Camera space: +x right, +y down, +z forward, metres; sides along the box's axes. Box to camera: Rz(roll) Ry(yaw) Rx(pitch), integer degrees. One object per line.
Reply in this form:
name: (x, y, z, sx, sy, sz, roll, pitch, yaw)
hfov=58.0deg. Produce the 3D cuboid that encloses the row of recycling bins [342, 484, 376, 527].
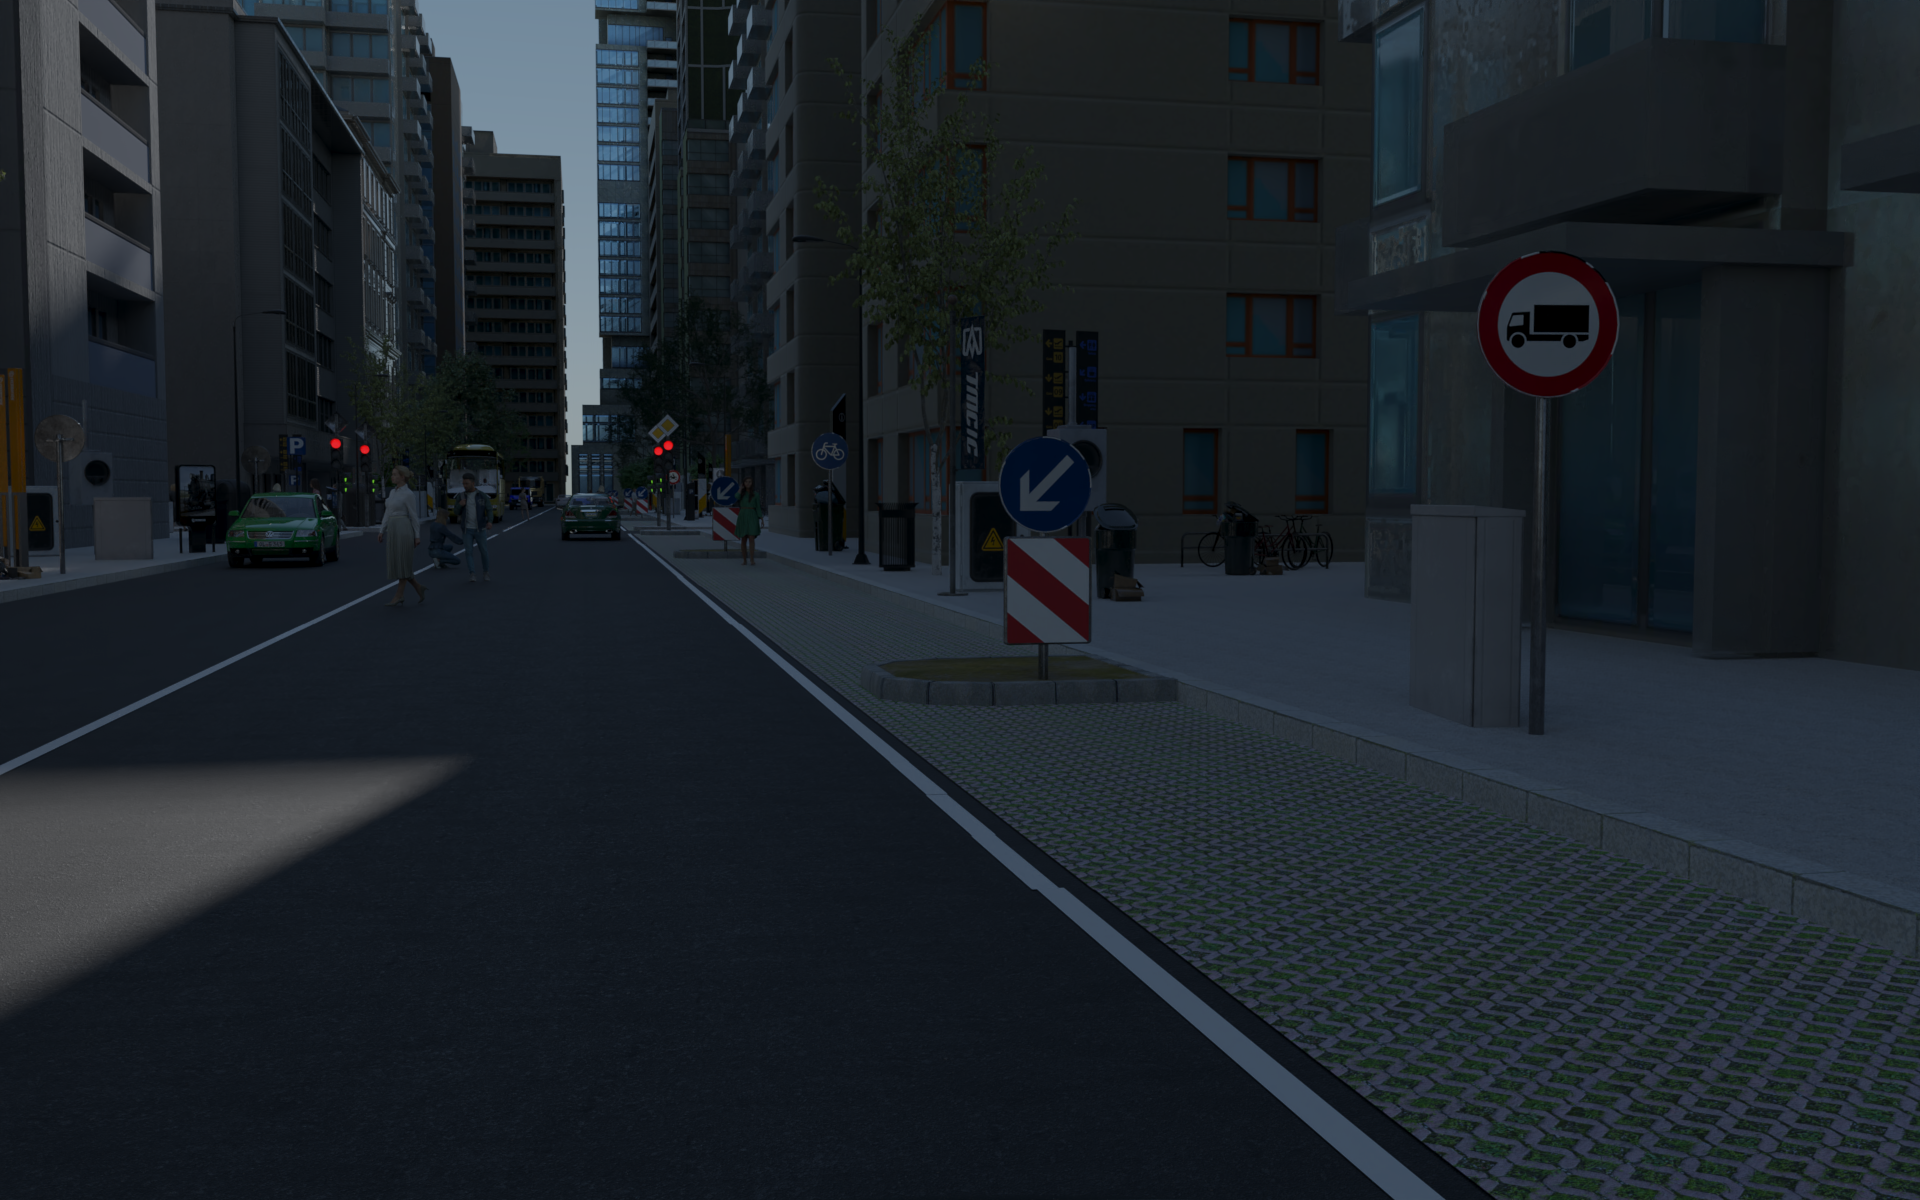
row of recycling bins: (-24.006, -3.805, 69.318, 1.069, 1.692, 3.534, -1, 4, -11)

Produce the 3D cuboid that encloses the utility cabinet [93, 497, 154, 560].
utility cabinet: (-16.345, -1.388, 33.858, 1.020, 1.237, 0.306, -1, 4, -21)

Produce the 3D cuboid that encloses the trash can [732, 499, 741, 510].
trash can: (-10.064, -4.107, 78.797, 0.748, 1.137, 0.748, 0, 3, 0)

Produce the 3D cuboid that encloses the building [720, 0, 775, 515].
building: (-2.695, -29.928, 108.924, 23.786, 49.044, 30.456, -1, 4, -12)

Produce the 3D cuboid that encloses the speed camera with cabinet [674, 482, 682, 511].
speed camera with cabinet: (-21.389, -8.381, 131.363, 0.660, 3.252, 2.038, 0, 4, -7)

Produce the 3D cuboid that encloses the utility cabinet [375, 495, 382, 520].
utility cabinet: (-28.464, -4.557, 85.675, 1.020, 1.237, 0.306, -2, 4, -34)

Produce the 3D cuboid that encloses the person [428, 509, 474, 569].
person: (-10.000, -1.199, 33.598, 0.738, 1.151, 1.012, -3, 5, -41)

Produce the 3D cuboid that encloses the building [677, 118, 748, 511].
building: (-14.923, -22.389, 137.766, 14.160, 30.474, 14.107, -1, 4, -12)

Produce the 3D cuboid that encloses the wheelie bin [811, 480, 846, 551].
wheelie bin: (-2.962, -1.896, 38.916, 0.693, 1.594, 0.980, -1, 4, -19)

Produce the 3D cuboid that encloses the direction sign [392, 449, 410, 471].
direction sign: (-28.028, -5.801, 86.851, 0.876, 3.537, 0.379, 0, 4, 1)

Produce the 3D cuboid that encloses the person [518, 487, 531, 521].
person: (-23.022, -5.061, 91.582, 0.599, 1.781, 0.374, 1, 4, 21)

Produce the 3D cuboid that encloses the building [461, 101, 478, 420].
building: (-70.343, -35.174, 194.709, 30.456, 49.044, 23.786, -1, 4, -12)

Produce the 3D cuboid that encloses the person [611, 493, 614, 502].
person: (-27.148, -7.594, 135.257, 0.503, 1.515, 0.523, 2, 4, 32)

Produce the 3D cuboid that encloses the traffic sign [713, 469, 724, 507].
traffic sign: (-9.457, -4.061, 68.527, 0.606, 2.300, 0.079, 0, 4, -8)

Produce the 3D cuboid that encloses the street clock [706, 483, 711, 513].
street clock: (-17.039, -6.884, 117.130, 0.358, 2.002, 0.471, 3, 5, 45)

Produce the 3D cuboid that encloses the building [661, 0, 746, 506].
building: (-18.981, -44.731, 169.603, 20.563, 71.187, 20.611, -1, 4, -12)

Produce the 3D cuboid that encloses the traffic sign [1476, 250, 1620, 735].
traffic sign: (3.080, -0.555, 9.177, 0.768, 2.556, 0.104, 0, 4, -4)

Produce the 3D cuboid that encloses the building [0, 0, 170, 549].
building: (-35.803, -30.547, 41.445, 28.212, 58.520, 21.231, -1, 4, -12)

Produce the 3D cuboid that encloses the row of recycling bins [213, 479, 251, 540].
row of recycling bins: (-20.552, -2.533, 48.522, 1.069, 1.692, 3.534, -2, 4, -29)

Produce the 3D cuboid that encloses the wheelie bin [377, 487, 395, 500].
wheelie bin: (-26.323, -4.395, 79.765, 0.980, 1.594, 0.693, -1, 4, -14)

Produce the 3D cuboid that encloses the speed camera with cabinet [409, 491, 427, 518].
speed camera with cabinet: (-30.270, -6.140, 94.723, 2.038, 3.252, 0.660, -1, 4, -9)

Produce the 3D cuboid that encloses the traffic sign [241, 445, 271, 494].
traffic sign: (-18.410, -2.765, 45.314, 0.768, 2.556, 0.104, 0, 4, -4)

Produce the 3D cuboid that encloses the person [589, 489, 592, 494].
person: (-29.682, -8.016, 139.576, 0.388, 1.821, 0.555, 0, 4, -4)

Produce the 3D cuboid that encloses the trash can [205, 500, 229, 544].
trash can: (-19.211, -2.018, 44.645, 0.748, 1.137, 0.748, 0, 3, 0)

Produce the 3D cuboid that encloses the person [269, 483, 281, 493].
person: (-23.784, -3.152, 60.226, 0.537, 1.800, 0.526, -1, 4, -15)

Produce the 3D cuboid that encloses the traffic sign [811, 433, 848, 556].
traffic sign: (-2.701, -2.197, 36.029, 0.768, 2.556, 0.104, 0, 4, -5)

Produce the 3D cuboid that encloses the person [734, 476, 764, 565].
person: (-4.231, -1.585, 34.666, 0.600, 1.795, 0.529, -1, 4, -15)

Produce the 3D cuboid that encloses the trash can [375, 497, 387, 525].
trash can: (-24.460, -3.740, 72.799, 0.748, 1.137, 0.748, 0, 3, 0)

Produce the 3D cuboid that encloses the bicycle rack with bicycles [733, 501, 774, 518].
bicycle rack with bicycles: (-10.865, -4.530, 87.450, 2.925, 0.926, 2.852, 3, 4, 36)

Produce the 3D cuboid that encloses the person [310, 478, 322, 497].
person: (-16.204, -2.136, 43.428, 0.388, 1.821, 0.555, -2, 4, -33)

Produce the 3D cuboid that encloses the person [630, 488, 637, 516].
person: (-20.858, -6.240, 110.747, 0.641, 1.798, 0.478, 3, 4, 36)

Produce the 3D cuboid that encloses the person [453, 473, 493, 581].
person: (-8.004, -1.202, 28.494, 0.623, 1.781, 0.721, -1, 4, -19)

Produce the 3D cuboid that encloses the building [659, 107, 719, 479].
building: (-25.332, -30.835, 187.741, 14.154, 41.232, 14.086, -1, 4, -12)

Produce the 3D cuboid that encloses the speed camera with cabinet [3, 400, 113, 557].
speed camera with cabinet: (-18.688, -2.541, 35.873, 0.660, 3.252, 2.038, 3, 4, 38)

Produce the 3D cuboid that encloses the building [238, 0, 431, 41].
building: (-57.875, -32.478, 150.620, 23.786, 49.044, 30.456, -1, 4, -12)

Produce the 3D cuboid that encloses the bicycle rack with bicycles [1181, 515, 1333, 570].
bicycle rack with bicycles: (5.296, -1.013, 29.946, 2.925, 0.926, 2.852, -2, 4, -29)

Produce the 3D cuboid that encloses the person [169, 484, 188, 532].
person: (-28.242, -3.333, 63.217, 1.509, 1.804, 0.699, 0, 4, -7)

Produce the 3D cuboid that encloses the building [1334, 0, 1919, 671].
building: (17.036, -23.849, 9.536, 23.786, 49.044, 30.456, -1, 4, -12)

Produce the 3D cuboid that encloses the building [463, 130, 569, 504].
building: (-64.199, -37.304, 233.619, 21.600, 48.544, 21.300, -1, 4, -12)

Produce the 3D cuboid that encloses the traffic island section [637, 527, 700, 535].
traffic island section: (-10.253, -2.375, 61.108, 2.009, 0.180, 2.903, -1, 4, -12)

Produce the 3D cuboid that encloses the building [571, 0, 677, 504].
building: (-37.938, -56.579, 237.729, 31.000, 86.520, 22.319, -1, 4, -12)

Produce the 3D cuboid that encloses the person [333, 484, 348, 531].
person: (-23.150, -3.404, 64.252, 0.767, 1.812, 0.694, 0, 4, 3)

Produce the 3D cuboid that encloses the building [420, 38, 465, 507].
building: (-57.355, -32.021, 173.656, 14.600, 45.320, 14.200, -1, 4, -12)

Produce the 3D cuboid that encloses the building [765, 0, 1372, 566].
building: (10.040, -12.373, 47.344, 27.650, 21.520, 28.899, -1, 4, -12)

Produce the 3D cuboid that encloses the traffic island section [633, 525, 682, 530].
traffic island section: (-11.956, -2.852, 68.910, 2.009, 0.180, 2.903, -1, 4, -12)

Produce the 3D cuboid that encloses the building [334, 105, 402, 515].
building: (-42.451, -19.012, 108.110, 12.463, 27.353, 25.104, -1, 4, -12)

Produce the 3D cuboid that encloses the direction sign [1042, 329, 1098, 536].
direction sign: (1.532, -1.960, 24.045, 0.876, 3.537, 0.379, -2, 4, -27)

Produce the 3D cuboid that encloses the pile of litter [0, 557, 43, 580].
pile of litter: (-14.700, -0.767, 26.506, 1.176, 0.858, 1.719, -2, 4, -32)

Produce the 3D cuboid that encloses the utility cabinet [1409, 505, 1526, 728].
utility cabinet: (2.913, 0.072, 9.992, 0.306, 1.237, 1.020, 0, 4, -5)

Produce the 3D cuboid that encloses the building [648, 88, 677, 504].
building: (-25.630, -35.595, 205.680, 21.300, 48.544, 21.600, -1, 4, -12)

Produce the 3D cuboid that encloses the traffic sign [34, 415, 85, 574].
traffic sign: (-14.420, -1.691, 27.762, 0.768, 2.556, 0.104, 0, 4, -8)

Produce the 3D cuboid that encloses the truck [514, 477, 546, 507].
truck: (-48.046, -12.125, 194.160, 3.469, 3.379, 9.791, -1, 4, -12)

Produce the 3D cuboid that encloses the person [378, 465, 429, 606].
person: (-7.158, -0.832, 22.334, 0.641, 1.798, 0.478, -3, 5, -43)

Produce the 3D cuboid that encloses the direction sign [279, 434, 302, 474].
direction sign: (-25.393, -4.511, 65.757, 0.876, 3.537, 0.379, 0, 4, 3)

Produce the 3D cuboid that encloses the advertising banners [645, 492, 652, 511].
advertising banners: (-24.112, -8.481, 134.849, 0.090, 3.025, 2.074, -2, 4, -34)

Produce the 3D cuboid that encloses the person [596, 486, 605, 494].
person: (-15.659, -4.091, 75.573, 0.537, 1.800, 0.526, 1, 4, 13)

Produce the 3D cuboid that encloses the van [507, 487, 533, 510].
van: (-39.771, -9.320, 156.773, 2.240, 2.365, 5.245, -1, 4, -12)

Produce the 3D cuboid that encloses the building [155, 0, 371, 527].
building: (-36.990, -16.033, 81.203, 14.314, 24.678, 30.058, -1, 4, -12)

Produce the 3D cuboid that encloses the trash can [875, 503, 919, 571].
trash can: (-1.052, -1.055, 28.906, 0.748, 1.137, 0.748, 0, 3, 0)

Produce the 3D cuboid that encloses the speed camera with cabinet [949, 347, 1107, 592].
speed camera with cabinet: (0.905, -1.758, 23.085, 2.038, 3.252, 0.660, -1, 4, -15)
